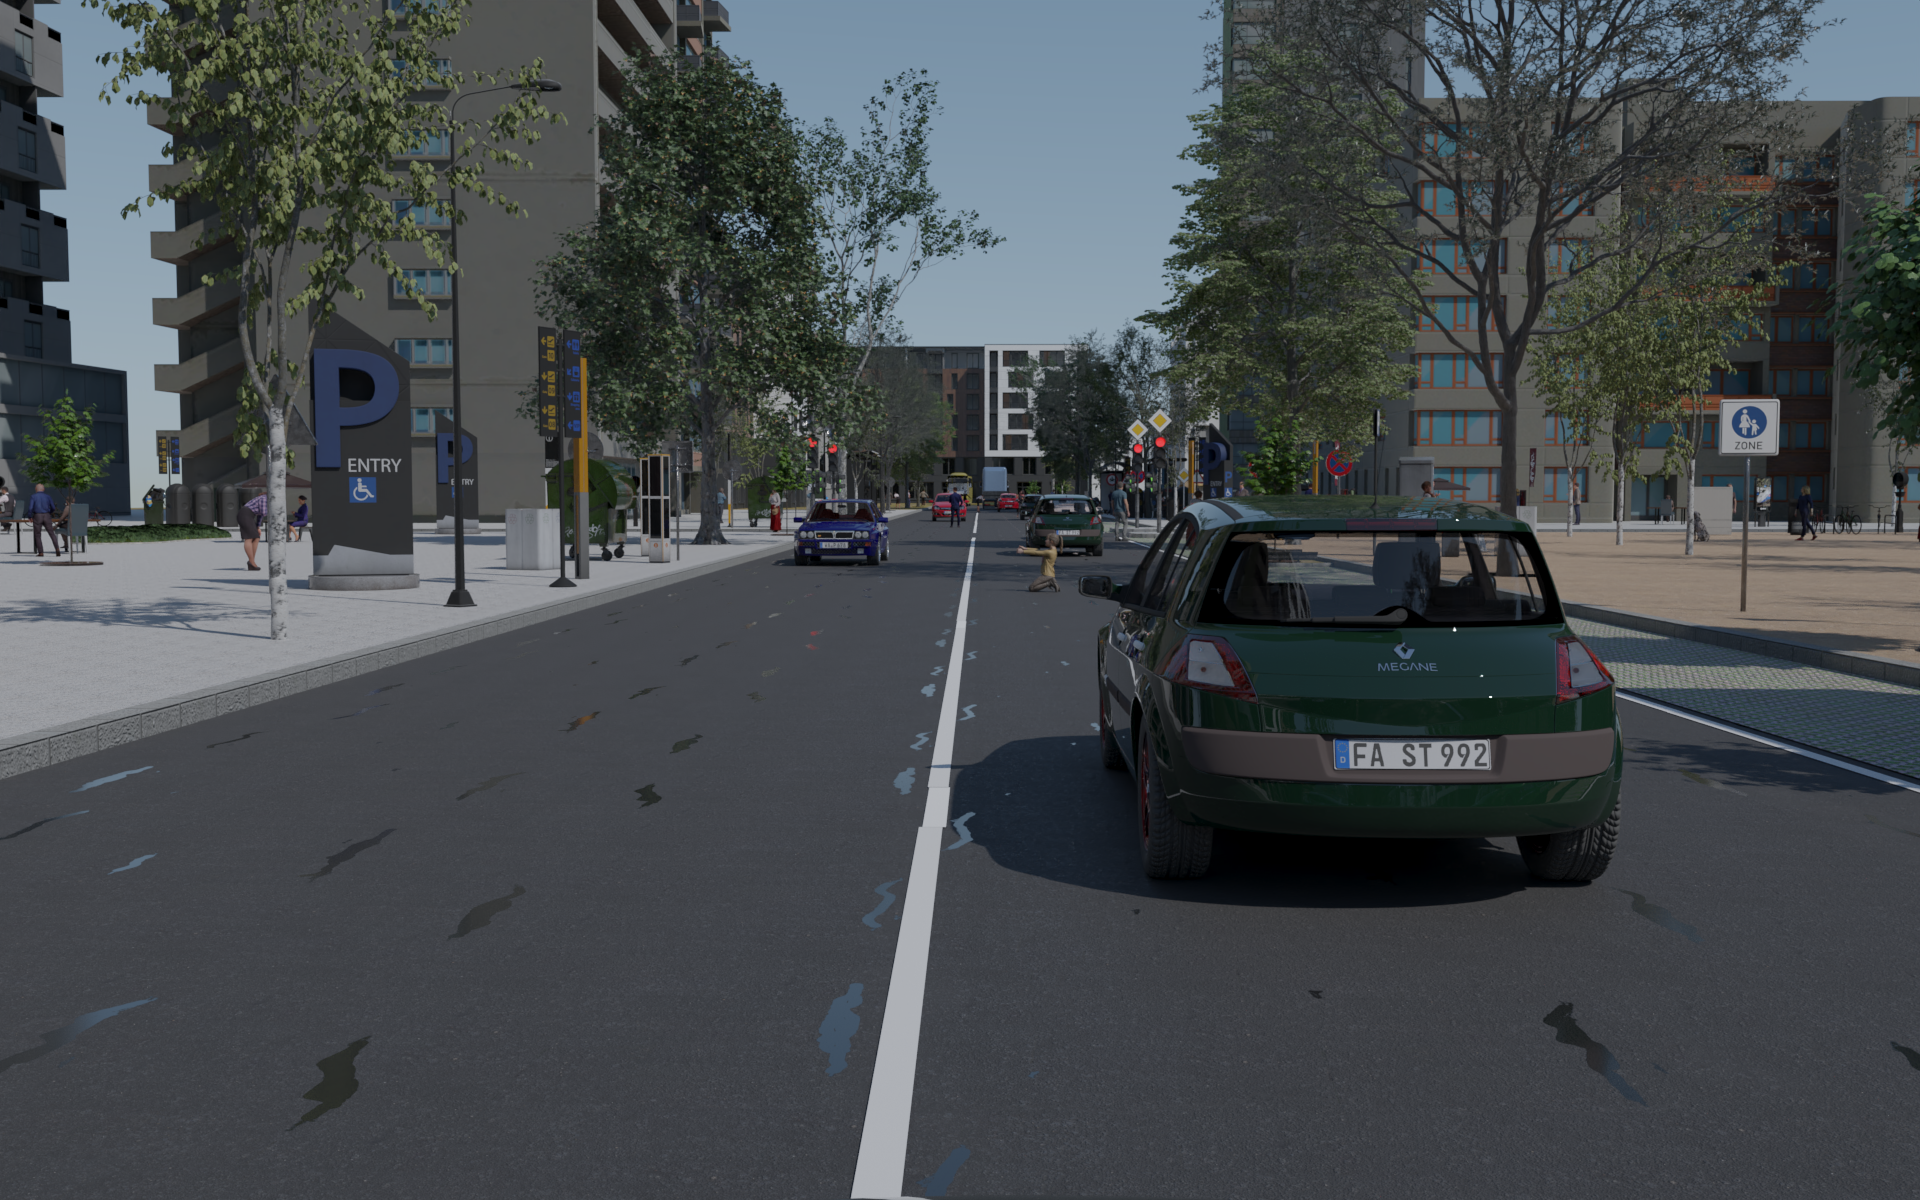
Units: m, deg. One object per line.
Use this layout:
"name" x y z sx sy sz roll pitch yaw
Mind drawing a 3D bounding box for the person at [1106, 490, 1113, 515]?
"person" 9.150 -5.951 105.543 0.471 1.553 0.569 0 4 1

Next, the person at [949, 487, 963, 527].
"person" -0.198 -3.990 74.436 0.576 1.737 0.504 -1 4 -14

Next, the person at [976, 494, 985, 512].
"person" 1.579 -7.596 135.885 0.628 1.438 0.799 1 4 12

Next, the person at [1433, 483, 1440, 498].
"person" 15.817 -3.128 57.721 0.617 1.759 0.750 -3 5 -40

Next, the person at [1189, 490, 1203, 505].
"person" 6.033 -2.040 44.319 0.523 1.526 0.387 0 4 -1

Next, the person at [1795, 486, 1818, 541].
"person" 23.335 -2.395 47.736 0.613 1.512 0.480 -2 4 -25

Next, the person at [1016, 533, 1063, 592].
"person" 1.165 -0.549 25.403 0.695 0.859 0.347 1 4 14

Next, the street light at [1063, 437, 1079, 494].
"street light" 8.981 -10.202 139.346 1.470 5.913 1.316 0 4 1

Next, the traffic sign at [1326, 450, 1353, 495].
"traffic sign" 10.816 -3.020 49.476 0.768 2.556 0.104 0 4 1

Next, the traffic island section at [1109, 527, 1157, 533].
"traffic island section" 6.680 -2.621 65.126 2.009 0.180 2.903 0 4 1

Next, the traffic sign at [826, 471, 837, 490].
"traffic sign" -6.658 -5.480 89.705 0.768 2.556 0.104 0 4 2

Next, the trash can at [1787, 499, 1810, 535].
"trash can" 26.163 -2.592 54.029 0.748 1.137 0.748 0 3 0

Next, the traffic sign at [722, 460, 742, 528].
"traffic sign" -8.584 -3.981 65.200 0.768 2.556 0.104 0 4 6

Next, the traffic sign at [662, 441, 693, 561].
"traffic sign" -5.429 -1.906 33.298 0.606 2.300 0.079 0 4 5

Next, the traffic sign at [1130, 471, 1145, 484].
"traffic sign" 8.774 -5.231 85.637 0.768 2.556 0.104 1 4 10

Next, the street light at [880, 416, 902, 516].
"street light" -4.187 -8.006 103.444 1.470 5.913 1.316 0 4 1

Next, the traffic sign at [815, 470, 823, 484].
"traffic sign" -7.540 -5.604 91.733 0.768 2.556 0.104 0 4 2

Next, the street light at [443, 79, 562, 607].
"street light" -5.160 -2.876 19.568 1.470 5.913 1.316 0 4 1

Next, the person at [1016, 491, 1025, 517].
"person" 3.729 -5.887 106.225 0.593 1.643 0.415 -2 4 -32

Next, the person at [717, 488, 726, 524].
"person" -10.402 -4.096 75.229 0.429 1.552 0.499 -2 4 -27

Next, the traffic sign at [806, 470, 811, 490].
"traffic sign" -8.036 -5.564 91.071 0.768 2.556 0.104 0 4 4

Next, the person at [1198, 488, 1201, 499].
"person" 17.915 -7.567 130.427 0.551 1.740 0.621 2 4 25

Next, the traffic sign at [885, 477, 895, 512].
"traffic sign" -5.126 -7.714 126.233 0.768 2.556 0.104 0 4 6

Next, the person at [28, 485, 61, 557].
"person" -18.752 -1.637 35.499 0.574 1.496 0.600 -1 4 -21

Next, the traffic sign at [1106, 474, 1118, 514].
"traffic sign" 9.463 -6.586 107.781 0.768 2.556 0.104 0 4 3

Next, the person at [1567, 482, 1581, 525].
"person" 25.357 -3.982 71.675 0.750 1.759 0.617 3 5 40

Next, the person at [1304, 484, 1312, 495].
"person" 15.246 -4.190 75.255 0.576 1.737 0.504 1 4 13

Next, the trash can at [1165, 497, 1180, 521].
"trash can" 10.119 -4.331 82.458 0.748 1.137 0.748 0 3 0

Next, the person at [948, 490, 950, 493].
"person" -1.171 -10.219 175.723 1.348 1.807 0.705 1 4 22

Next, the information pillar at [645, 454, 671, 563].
"information pillar" -5.578 -1.690 32.125 0.304 2.012 0.304 1 4 18

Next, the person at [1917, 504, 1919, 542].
"person" 25.767 -2.305 46.189 0.387 1.526 0.523 3 5 40

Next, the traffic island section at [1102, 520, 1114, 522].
"traffic island section" 6.960 -4.120 90.230 1.991 0.108 1.994 0 4 1

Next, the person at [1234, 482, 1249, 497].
"person" 11.033 -3.750 67.916 0.990 1.755 0.434 3 5 44

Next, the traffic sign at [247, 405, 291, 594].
"traffic sign" -8.858 -1.353 22.234 0.768 2.556 0.104 1 4 10

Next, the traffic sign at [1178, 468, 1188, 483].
"traffic sign" 10.994 -5.209 84.905 0.795 2.593 0.064 0 4 8

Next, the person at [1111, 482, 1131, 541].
"person" 4.923 -2.704 52.844 0.434 1.807 0.598 -3 4 -38

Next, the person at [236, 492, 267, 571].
"person" -11.723 -1.205 28.975 0.697 1.427 0.421 -1 4 -20

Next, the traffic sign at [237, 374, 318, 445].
"traffic sign" -7.408 -1.149 18.791 0.884 2.594 0.081 0 4 2

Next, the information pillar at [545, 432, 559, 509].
"information pillar" -12.985 -3.904 55.182 0.504 3.616 0.183 -1 4 -15

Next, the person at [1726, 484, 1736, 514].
"person" 27.722 -3.300 62.577 0.598 1.807 0.434 1 4 20

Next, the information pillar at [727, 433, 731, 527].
"information pillar" -8.875 -4.607 66.678 0.183 3.616 0.504 0 4 -4

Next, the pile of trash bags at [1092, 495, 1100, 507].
"pile of trash bags" 10.995 -7.638 134.632 3.447 1.369 1.912 -1 4 -17

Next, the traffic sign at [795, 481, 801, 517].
"traffic sign" -8.532 -5.372 89.968 0.606 2.300 0.079 1 4 8

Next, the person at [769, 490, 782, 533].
"person" -6.150 -3.011 57.732 0.387 1.526 0.523 -2 4 -34

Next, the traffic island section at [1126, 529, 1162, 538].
"traffic island section" 6.587 -2.132 57.142 2.009 0.180 2.903 0 4 1

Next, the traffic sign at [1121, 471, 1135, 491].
"traffic sign" 9.543 -6.038 98.730 0.884 2.594 0.081 0 4 3

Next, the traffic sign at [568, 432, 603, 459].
"traffic sign" -7.639 -2.154 35.325 0.768 2.556 0.104 1 4 8

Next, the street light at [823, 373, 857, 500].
"street light" -4.609 -5.701 65.755 1.470 5.913 1.316 0 4 1

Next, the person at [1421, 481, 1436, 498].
"person" 8.731 -1.460 32.374 0.387 1.526 0.523 1 4 10

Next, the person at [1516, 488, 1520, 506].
"person" 23.110 -3.868 71.825 0.480 1.512 0.613 -1 4 -16

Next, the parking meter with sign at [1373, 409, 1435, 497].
"parking meter with sign" 9.353 -2.397 35.458 1.738 3.016 0.543 1 4 18

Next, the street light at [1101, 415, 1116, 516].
"street light" 8.594 -7.895 101.620 1.470 5.913 1.316 0 4 1

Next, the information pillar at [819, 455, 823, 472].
"information pillar" -7.769 -6.517 97.912 0.183 3.616 0.504 -3 4 -38

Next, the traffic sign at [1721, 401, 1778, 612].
"traffic sign" 8.546 -1.022 18.832 0.606 2.300 0.079 1 4 10

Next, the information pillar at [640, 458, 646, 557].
"information pillar" -6.395 -1.897 35.502 0.304 2.012 0.304 0 4 -8

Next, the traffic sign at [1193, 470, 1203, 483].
"traffic sign" 11.779 -5.269 86.159 0.884 2.594 0.081 0 4 4
